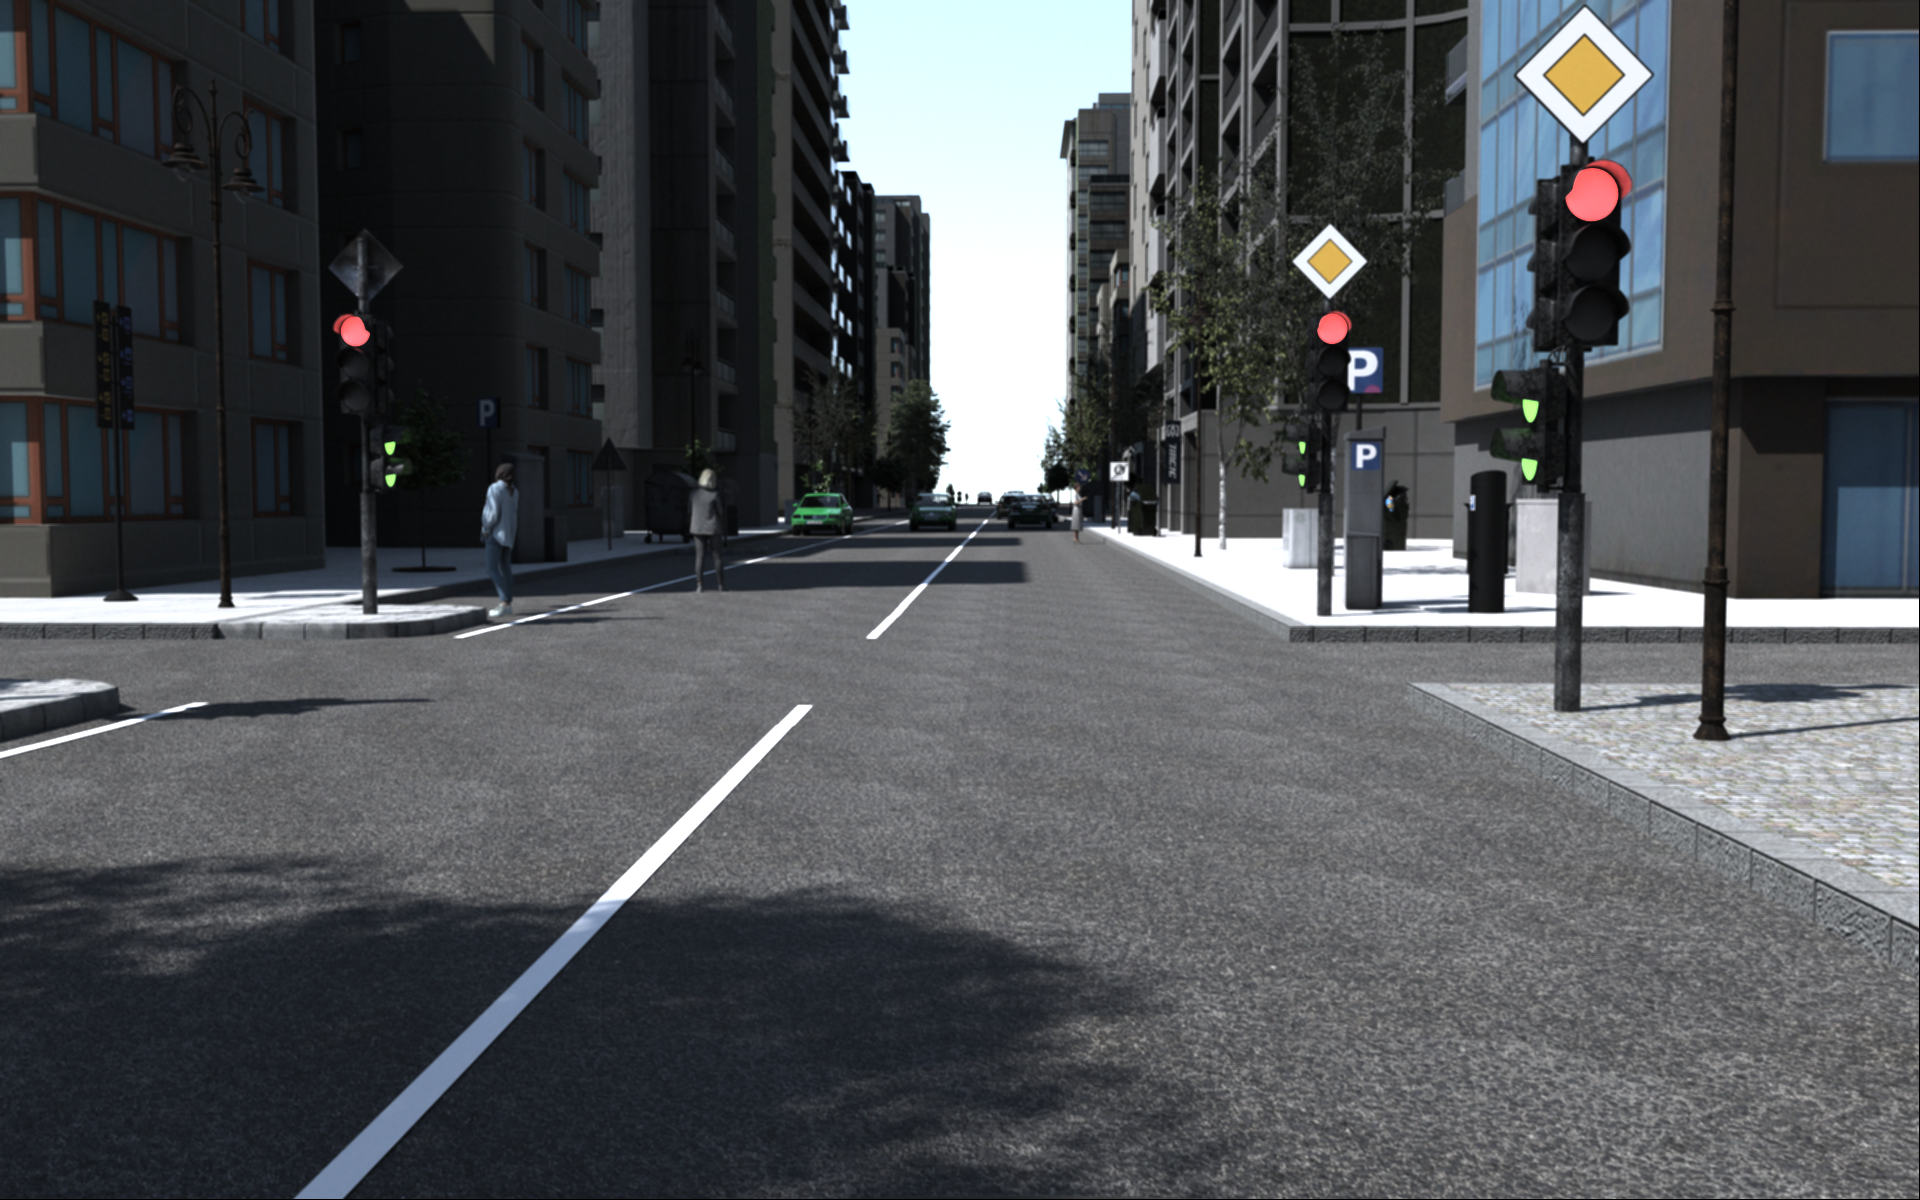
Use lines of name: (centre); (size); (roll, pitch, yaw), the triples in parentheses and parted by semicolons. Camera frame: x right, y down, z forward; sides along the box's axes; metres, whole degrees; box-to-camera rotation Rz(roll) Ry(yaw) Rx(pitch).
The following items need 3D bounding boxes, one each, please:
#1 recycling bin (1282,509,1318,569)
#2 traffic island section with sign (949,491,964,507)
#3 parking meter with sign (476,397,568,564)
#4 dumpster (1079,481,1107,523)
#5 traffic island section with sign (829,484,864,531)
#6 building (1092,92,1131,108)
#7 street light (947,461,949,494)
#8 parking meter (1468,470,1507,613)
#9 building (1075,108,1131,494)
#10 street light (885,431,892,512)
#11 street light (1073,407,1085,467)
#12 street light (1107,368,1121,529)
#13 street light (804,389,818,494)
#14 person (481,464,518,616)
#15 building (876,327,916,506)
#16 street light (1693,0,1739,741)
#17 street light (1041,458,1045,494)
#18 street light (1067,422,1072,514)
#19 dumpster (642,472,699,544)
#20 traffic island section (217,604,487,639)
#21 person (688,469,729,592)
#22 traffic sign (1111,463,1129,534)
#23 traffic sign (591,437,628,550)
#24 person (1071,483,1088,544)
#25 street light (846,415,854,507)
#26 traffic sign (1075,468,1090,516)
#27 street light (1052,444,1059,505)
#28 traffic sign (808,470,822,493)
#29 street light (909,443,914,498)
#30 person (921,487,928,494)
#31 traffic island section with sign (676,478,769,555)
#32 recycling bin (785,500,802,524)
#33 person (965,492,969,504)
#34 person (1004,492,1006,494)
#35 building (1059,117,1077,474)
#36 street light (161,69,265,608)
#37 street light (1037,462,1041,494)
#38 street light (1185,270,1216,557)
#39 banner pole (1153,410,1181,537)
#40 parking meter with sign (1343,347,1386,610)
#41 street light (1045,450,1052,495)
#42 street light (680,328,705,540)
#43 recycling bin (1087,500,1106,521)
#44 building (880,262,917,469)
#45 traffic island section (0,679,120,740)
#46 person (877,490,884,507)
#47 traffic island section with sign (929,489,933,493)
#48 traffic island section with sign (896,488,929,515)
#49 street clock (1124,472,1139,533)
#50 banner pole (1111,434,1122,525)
recycling bin: (6.007, -1.068, 30.013); (0.722, 1.027, 0.722); (0, 4, 0)
traffic island section with sign: (-0.816, -11.739, 200.562); (1.989, 1.847, 2.006); (0, 4, 2)
parking meter with sign: (-8.062, -2.190, 32.074); (0.543, 3.016, 1.738); (2, 4, 34)
dumpster: (6.026, -4.465, 78.766); (1.264, 1.857, 1.865); (0, 4, 2)
traffic island section with sign: (-4.825, -3.655, 68.380); (1.989, 1.847, 2.006); (0, 4, 2)
building: (25.490, -36.047, 208.980); (23.786, 49.044, 30.456); (0, 4, 2)
street light: (-1.660, -16.065, 235.442); (0.468, 5.910, 1.993); (0, 4, 2)
parking meter: (5.705, -0.631, 18.734); (0.372, 1.533, 0.369); (0, 3, 0)
building: (19.432, -30.771, 186.702); (14.154, 41.232, 14.086); (0, 4, 2)
street light: (-5.073, -9.273, 124.395); (0.468, 5.910, 1.993); (0, 4, 2)
street light: (6.465, -7.319, 92.452); (0.468, 5.910, 1.993); (0, 4, 2)
street light: (5.664, -5.568, 63.818); (0.468, 5.910, 1.993); (0, 4, 2)
street light: (-6.588, -6.344, 76.509); (0.468, 5.910, 1.993); (0, 4, 2)
person: (-5.431, -0.720, 20.539); (0.793, 1.790, 0.793); (-1, 4, -16)
building: (-19.614, -21.415, 195.181); (27.650, 21.520, 28.899); (0, 4, 2)
street light: (3.944, -2.209, 8.906); (0.468, 5.910, 1.993); (0, 4, 2)
street light: (9.652, -13.622, 195.508); (0.468, 5.910, 1.993); (0, 4, 2)
street light: (7.166, -8.496, 111.692); (0.468, 5.910, 1.993); (0, 4, 2)
dumpster: (-7.560, -2.427, 45.442); (1.264, 1.857, 1.865); (0, 4, 2)
traffic island section: (-6.331, 0.229, 18.542); (2.009, 0.180, 2.903); (0, 4, 2)
person: (-3.722, -1.027, 25.467); (0.537, 1.800, 0.526); (1, 4, 22)
traffic sign: (5.141, -3.284, 55.827); (0.606, 2.300, 0.079); (0, 4, 8)
traffic sign: (-7.998, -2.416, 39.512); (0.884, 2.594, 0.081); (0, 4, 6)
person: (3.467, -2.503, 49.987); (0.524, 1.755, 0.480); (1, 4, 17)
street light: (-6.040, -7.489, 95.235); (0.468, 5.910, 1.993); (0, 4, 2)
traffic sign: (6.082, -5.256, 86.041); (0.768, 2.556, 0.104); (0, 4, 3)
street light: (7.921, -10.249, 140.365); (0.468, 5.910, 1.993); (0, 4, 2)
traffic sign: (-6.287, -4.462, 75.088); (0.606, 2.300, 0.079); (0, 4, 4)
street light: (-4.216, -10.996, 152.567); (0.468, 5.910, 1.993); (0, 4, 2)
person: (-1.685, -4.528, 82.874); (0.623, 1.781, 0.721); (-2, 4, -27)
traffic island section with sign: (-5.630, -2.007, 41.436); (1.989, 1.847, 2.006); (0, 4, 2)
recycling bin: (-6.993, -3.747, 73.824); (0.722, 1.027, 0.722); (2, 4, 32)
person: (0.965, -14.064, 238.983); (0.617, 1.759, 0.750); (-1, 4, -16)
person: (5.752, -13.013, 221.925); (0.551, 1.740, 0.621); (-2, 4, -26)
building: (28.281, -39.664, 237.739); (28.713, 52.752, 27.495); (0, 4, 2)
street light: (-8.308, -2.853, 19.435); (0.468, 5.910, 1.993); (0, 4, 2)
street light: (10.521, -15.349, 223.739); (0.468, 5.910, 1.993); (0, 4, 2)
street light: (4.874, -3.823, 35.293); (0.468, 5.910, 1.993); (0, 4, 2)
banner pole: (6.205, -3.780, 51.818); (0.863, 3.779, 0.401); (0, 4, -2)
parking meter with sign: (4.614, -1.445, 19.884); (0.543, 3.016, 1.738); (1, 4, 10)
street light: (8.868, -12.021, 169.331); (0.468, 5.910, 1.993); (0, 4, 2)
street light: (-7.440, -4.621, 48.336); (0.468, 5.910, 1.993); (0, 4, 2)
recycling bin: (6.509, -4.286, 82.636); (0.722, 1.027, 0.722); (-1, 4, -15)
building: (-12.775, -27.198, 216.394); (14.160, 30.474, 14.107); (0, 4, 2)
traffic island section: (-6.573, 0.717, 10.561); (2.009, 0.180, 2.903); (0, 4, 2)
person: (-8.250, -10.117, 173.548); (1.348, 1.869, 0.705); (-1, 4, -23)
traffic island section with sign: (-2.492, -8.344, 145.050); (1.989, 1.847, 2.006); (0, 4, 2)
traffic island section with sign: (-3.321, -6.696, 118.108); (1.989, 1.847, 2.006); (0, 4, 2)
street clock: (5.673, -3.233, 57.435); (0.471, 2.002, 0.358); (1, 4, 23)
banner pole: (6.559, -4.999, 71.750); (0.401, 3.779, 0.863); (2, 4, 30)
